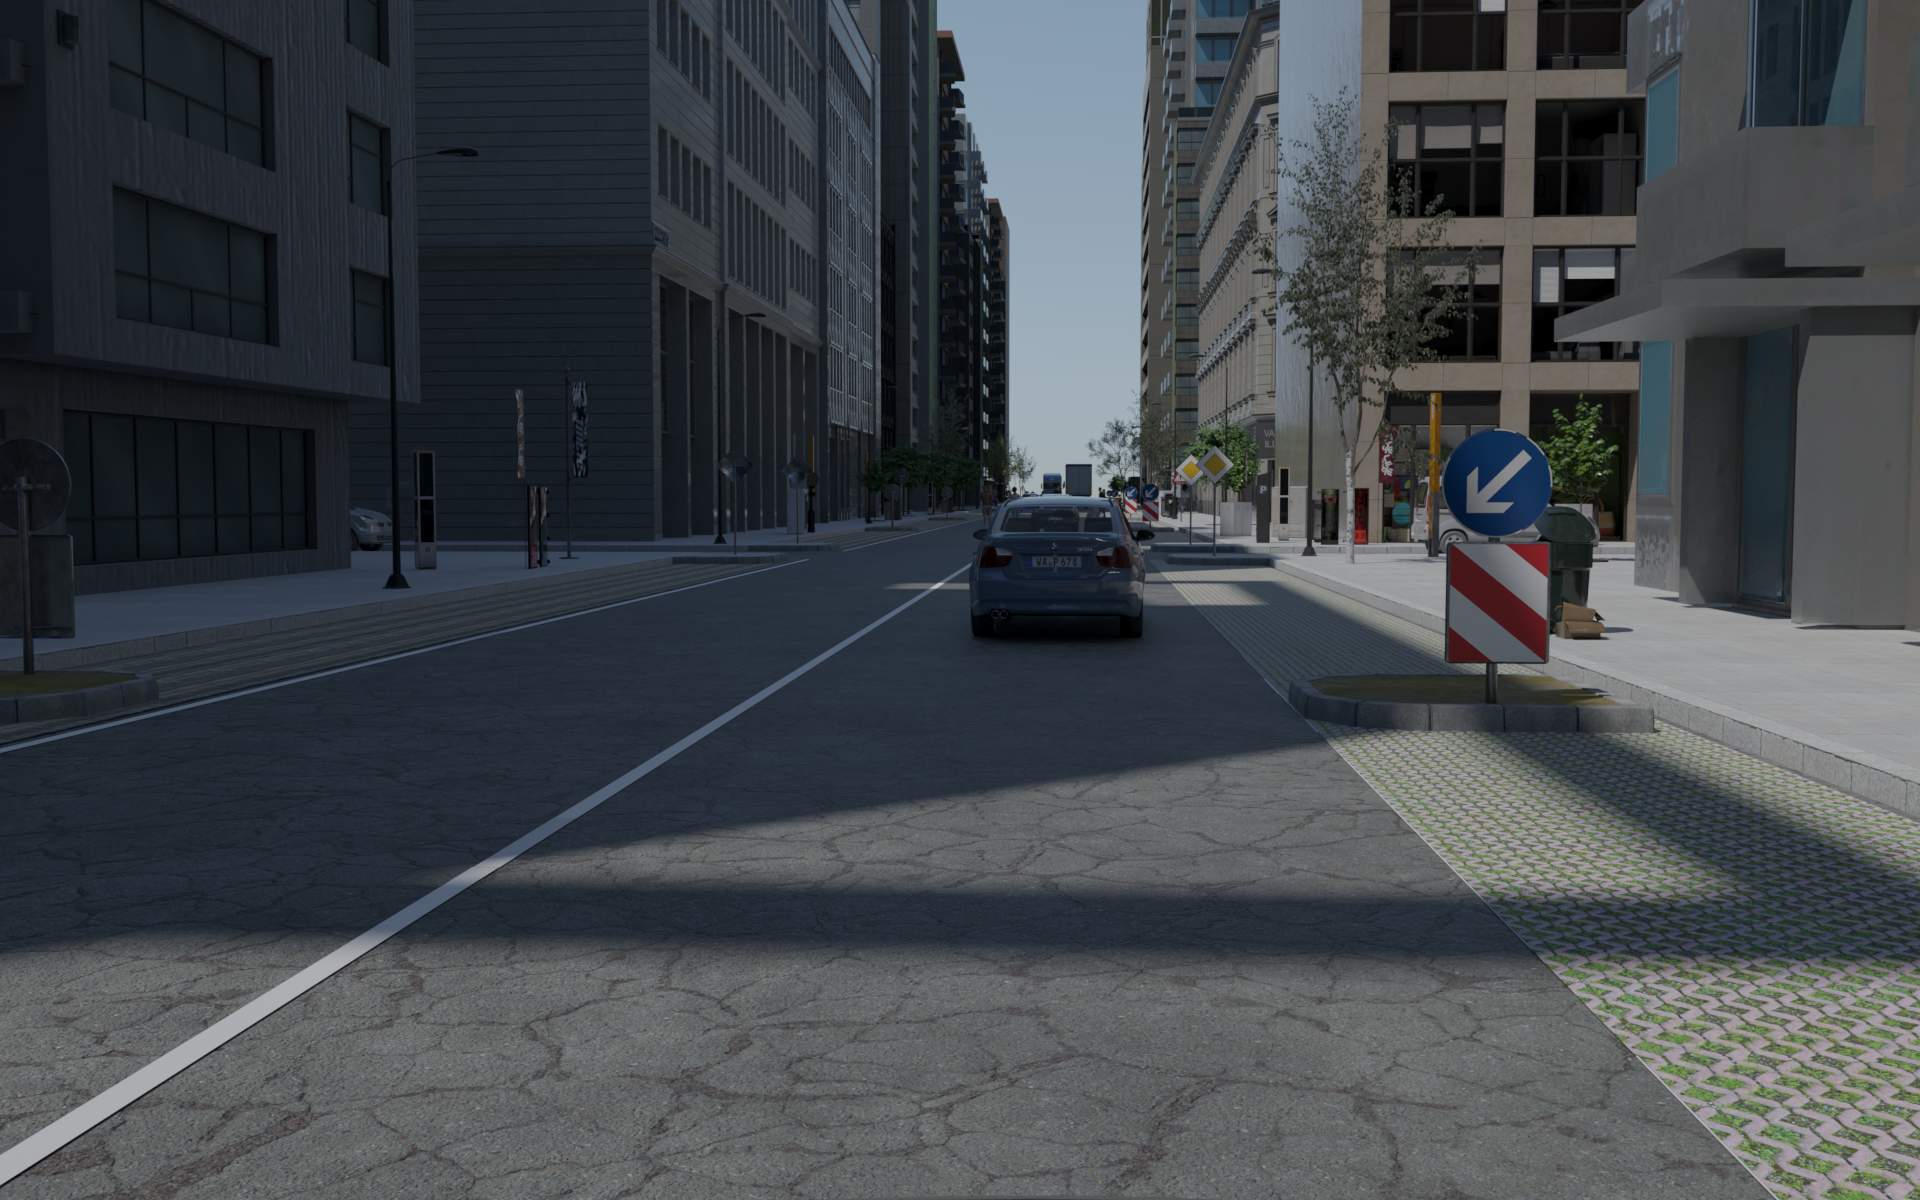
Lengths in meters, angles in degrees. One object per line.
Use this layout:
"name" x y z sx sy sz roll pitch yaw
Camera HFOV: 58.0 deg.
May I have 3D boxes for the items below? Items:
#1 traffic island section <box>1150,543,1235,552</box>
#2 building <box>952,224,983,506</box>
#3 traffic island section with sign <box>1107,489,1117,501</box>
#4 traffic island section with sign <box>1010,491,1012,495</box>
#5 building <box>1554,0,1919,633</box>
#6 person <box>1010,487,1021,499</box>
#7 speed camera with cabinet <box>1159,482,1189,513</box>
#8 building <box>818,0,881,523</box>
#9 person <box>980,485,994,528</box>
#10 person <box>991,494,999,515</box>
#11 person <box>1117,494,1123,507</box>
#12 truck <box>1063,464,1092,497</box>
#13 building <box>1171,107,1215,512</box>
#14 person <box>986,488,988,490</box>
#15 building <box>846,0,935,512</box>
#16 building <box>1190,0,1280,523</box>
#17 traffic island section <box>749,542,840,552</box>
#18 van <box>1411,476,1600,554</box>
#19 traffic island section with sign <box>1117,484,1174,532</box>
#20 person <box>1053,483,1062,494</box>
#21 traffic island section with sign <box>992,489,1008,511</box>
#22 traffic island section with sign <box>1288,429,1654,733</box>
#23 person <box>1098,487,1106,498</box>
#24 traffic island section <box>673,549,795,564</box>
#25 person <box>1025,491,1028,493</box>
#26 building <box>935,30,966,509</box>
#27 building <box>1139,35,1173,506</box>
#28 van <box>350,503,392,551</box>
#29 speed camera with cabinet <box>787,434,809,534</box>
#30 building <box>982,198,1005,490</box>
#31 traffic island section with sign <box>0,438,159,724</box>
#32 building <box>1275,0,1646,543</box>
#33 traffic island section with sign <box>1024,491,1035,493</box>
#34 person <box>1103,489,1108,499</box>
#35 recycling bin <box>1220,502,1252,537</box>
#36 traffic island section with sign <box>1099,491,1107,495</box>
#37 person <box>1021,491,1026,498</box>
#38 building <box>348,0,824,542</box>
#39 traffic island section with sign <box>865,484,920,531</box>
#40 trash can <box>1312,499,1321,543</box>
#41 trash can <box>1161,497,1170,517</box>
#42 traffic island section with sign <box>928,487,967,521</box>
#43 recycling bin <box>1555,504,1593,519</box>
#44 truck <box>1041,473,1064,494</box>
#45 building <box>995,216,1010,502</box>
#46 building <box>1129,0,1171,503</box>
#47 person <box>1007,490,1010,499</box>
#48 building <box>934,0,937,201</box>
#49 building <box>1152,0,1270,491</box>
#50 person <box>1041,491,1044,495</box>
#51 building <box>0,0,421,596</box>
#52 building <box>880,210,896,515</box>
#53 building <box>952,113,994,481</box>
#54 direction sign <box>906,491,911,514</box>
"traffic island section" 5.862 -1.322 43.891 2.009 0.180 2.903 0 4 4
"building" -4.969 -25.242 184.401 14.160 30.474 14.107 0 4 4
"traffic island section with sign" 9.081 -5.181 93.336 1.989 1.847 2.006 0 4 4
"traffic island section with sign" 4.844 -9.935 171.063 1.989 1.847 2.006 0 4 4
"building" 18.080 -23.845 9.479 23.786 49.044 30.456 0 4 4
"person" 2.176 -3.542 67.254 0.563 1.720 0.643 -2 4 -35
"speed camera with cabinet" 14.346 -7.450 116.141 2.038 3.252 0.660 -2 4 -25
"building" -11.082 -16.381 85.845 12.078 24.808 19.932 0 4 4
"person" 1.176 -3.987 73.661 0.573 1.828 0.580 3 5 39
"person" 2.289 -6.682 120.970 0.991 1.433 0.599 1 4 22
"person" 11.724 -7.072 127.381 0.557 1.426 1.065 3 5 43
"truck" 11.330 -10.837 166.099 2.839 4.237 11.283 0 4 3
"building" 23.199 -22.051 132.234 14.160 30.474 14.107 0 4 4
"person" 1.877 -6.583 116.155 0.581 1.822 0.654 1 4 14
"building" -9.406 -27.109 126.819 14.154 41.232 14.086 0 4 4
"building" 22.534 -19.512 95.432 17.030 29.872 44.131 0 4 4
"traffic island section" -4.203 -1.366 44.613 2.009 0.180 2.903 0 4 4
"van" 12.556 -2.009 39.863 4.112 2.044 2.013 0 4 2
"traffic island section with sign" 7.108 -3.501 65.868 1.989 1.847 2.006 0 4 4
"person" 4.174 -3.950 72.449 0.474 1.900 0.648 -3 4 -37
"traffic island section with sign" 2.865 -8.245 143.441 1.989 1.847 2.006 0 4 4
"traffic island section with sign" 3.210 -0.164 11.307 1.989 1.847 2.006 0 4 4
"person" 8.542 -5.934 105.294 0.755 1.850 0.659 -1 4 -11
"traffic island section" -4.773 -0.879 36.649 2.009 0.180 2.903 0 4 4
"person" 6.470 -9.880 170.828 0.721 1.735 1.217 -1 4 -20
"building" -11.009 -31.087 162.893 22.147 44.769 28.867 0 4 4
"building" 29.955 -34.029 180.078 21.300 48.544 21.600 0 4 4
"van" -15.926 -2.155 42.246 4.112 2.044 2.013 0 4 5
"speed camera with cabinet" -5.239 -3.773 56.029 0.660 3.252 2.038 0 4 -1
"building" -4.985 -36.416 250.026 22.147 44.769 28.867 0 4 4
"traffic island section with sign" -6.571 -0.179 11.555 1.989 1.847 2.006 0 4 4
"building" 27.943 -15.183 52.752 34.151 26.468 19.350 0 4 4
"traffic island section with sign" 10.695 -14.932 252.771 1.989 1.847 2.006 0 4 4
"person" 10.650 -7.303 127.933 0.705 1.821 1.348 -1 4 -16
"recycling bin" 8.380 -2.450 52.605 0.722 1.027 0.722 -2 4 -24
"traffic island section with sign" 12.621 -8.209 142.844 1.989 1.847 2.006 0 4 4
"person" 6.553 -10.018 173.026 1.217 1.736 0.721 1 4 12
"building" -12.560 -17.334 60.908 11.434 29.767 29.804 0 4 4
"traffic island section with sign" -2.596 -3.575 67.075 1.989 1.847 2.006 0 4 4
"trash can" 9.618 -2.095 45.904 0.748 1.137 0.748 0 3 0
"trash can" 11.555 -5.217 96.957 0.748 1.137 0.748 0 3 0
"traffic island section with sign" -0.664 -5.230 94.135 1.989 1.847 2.006 0 4 4
"recycling bin" 15.504 -1.909 43.774 0.722 1.027 0.722 0 4 -2
"truck" 12.103 -14.647 229.238 2.967 4.110 18.799 0 4 2
"building" 0.546 -37.985 271.163 14.600 45.320 14.200 0 4 4
"building" 34.101 -49.091 240.889 20.563 71.187 20.611 0 4 4
"person" 3.661 -7.162 126.308 0.721 1.735 1.217 0 4 -7
"building" -9.323 -30.037 141.208 14.600 45.320 14.200 0 4 4
"building" 29.426 -32.655 153.520 23.786 49.044 30.456 0 4 4
"person" 8.496 -10.308 177.590 0.434 1.755 0.990 2 4 29
"building" -16.709 -15.572 26.298 14.107 30.474 14.160 0 4 4
"building" -10.841 -16.798 104.327 12.332 23.373 15.834 0 4 4
"building" -7.963 -36.747 220.426 23.786 49.044 30.456 0 4 4
"direction sign" -3.257 -7.186 109.495 0.876 3.537 0.379 -1 4 -12
